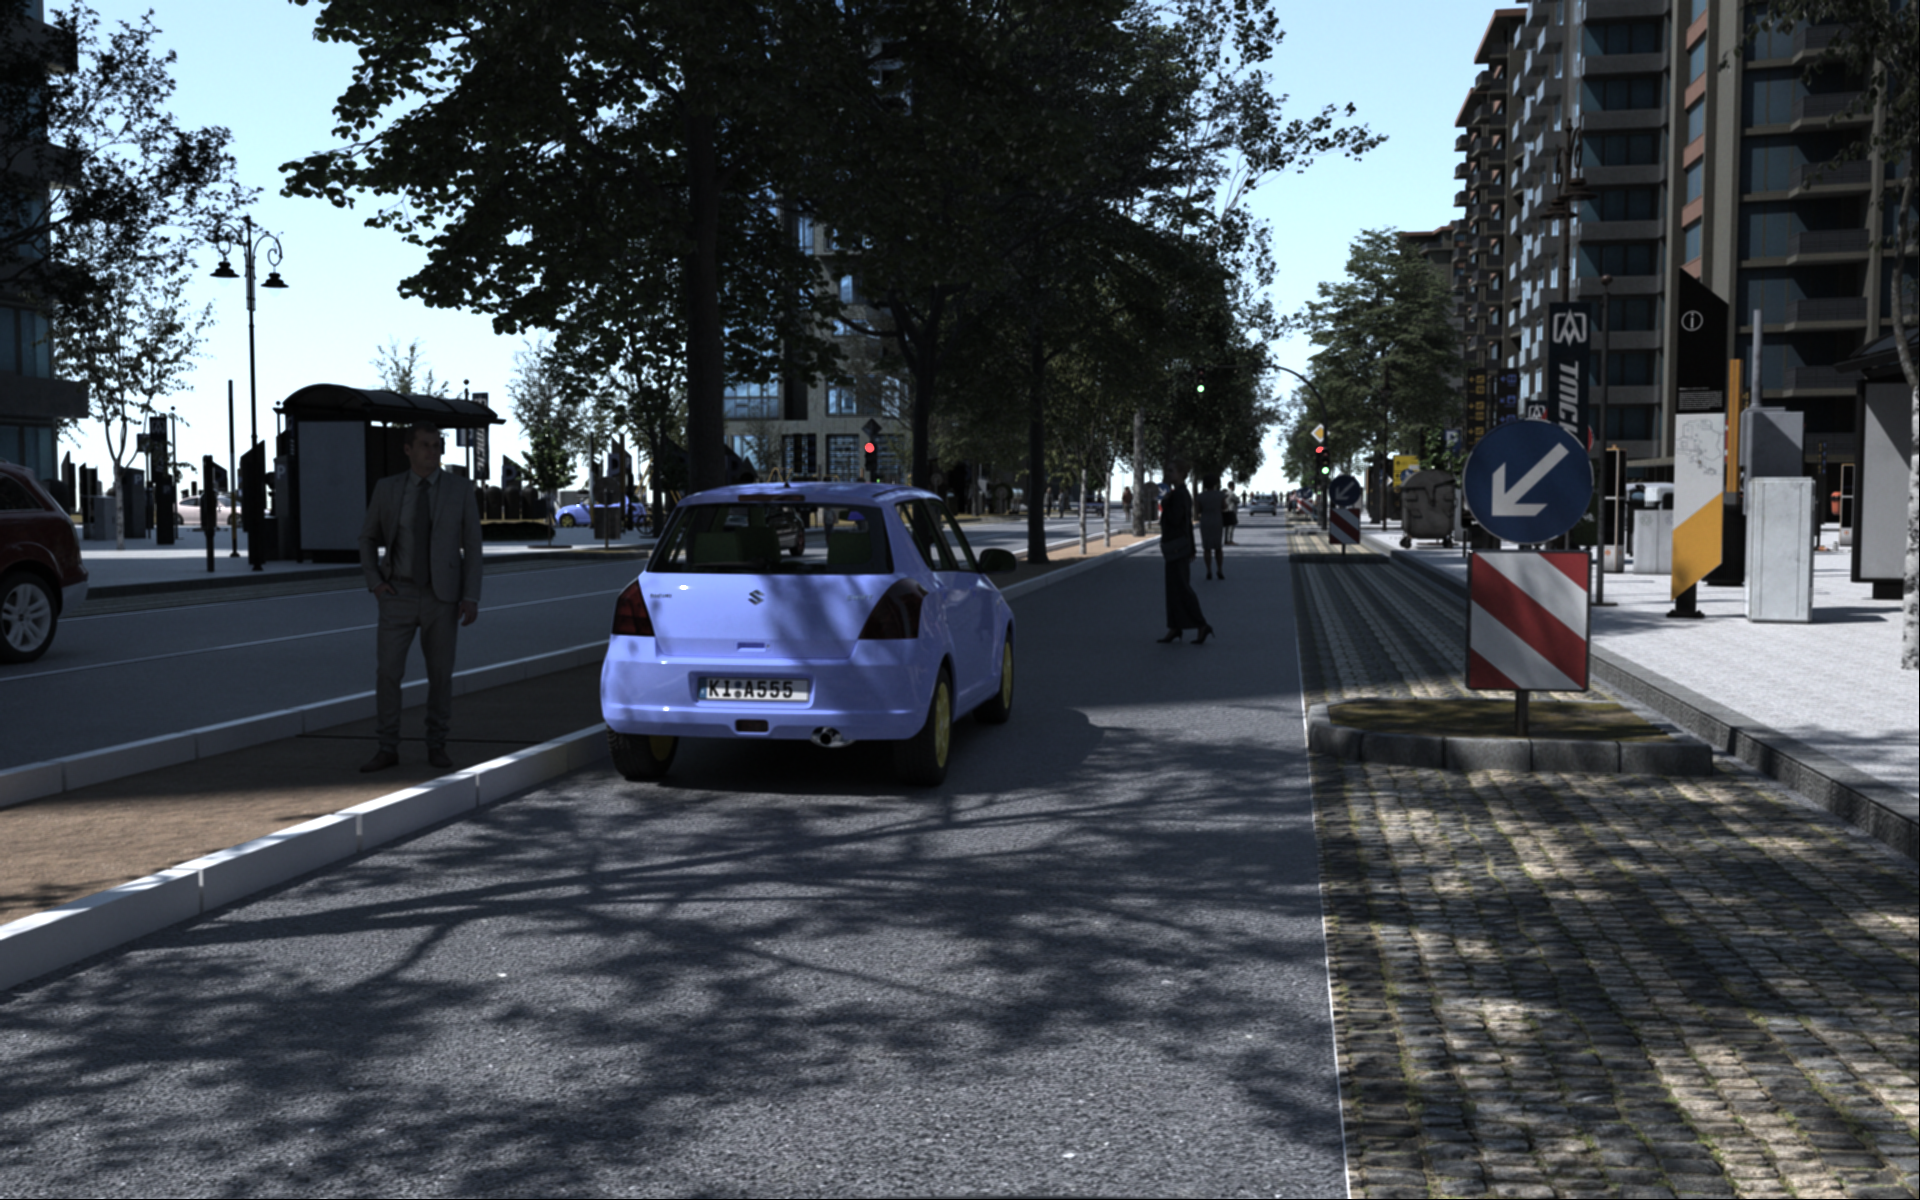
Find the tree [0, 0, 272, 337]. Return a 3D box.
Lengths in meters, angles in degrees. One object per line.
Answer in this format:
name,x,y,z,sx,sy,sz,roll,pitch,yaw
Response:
tree,-13.504,-5.390,22.541,8.767,10.594,7.601,-2,4,-33

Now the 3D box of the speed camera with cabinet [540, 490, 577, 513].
speed camera with cabinet,-20.102,-5.651,86.725,0.660,3.252,2.038,2,4,30

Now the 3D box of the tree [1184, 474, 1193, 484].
tree,39.384,-22.474,301.858,7.601,10.594,8.767,0,4,-8

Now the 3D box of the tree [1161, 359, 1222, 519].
tree,10.641,-7.911,82.168,4.360,8.622,3.978,0,3,0

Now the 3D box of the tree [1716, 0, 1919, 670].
tree,7.217,-3.792,12.357,4.360,8.622,3.978,0,3,0

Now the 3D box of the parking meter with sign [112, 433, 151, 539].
parking meter with sign,-24.045,-3.309,50.355,1.738,3.016,0.543,3,4,36

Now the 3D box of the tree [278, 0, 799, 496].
tree,-2.196,-5.745,14.516,7.486,12.596,7.792,0,3,0

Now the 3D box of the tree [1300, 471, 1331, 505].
tree,54.304,-17.454,269.078,4.285,4.588,4.351,0,3,0

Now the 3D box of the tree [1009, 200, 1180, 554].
tree,2.904,-5.383,40.830,4.737,8.622,4.395,0,3,0

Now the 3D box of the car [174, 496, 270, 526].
car,-31.465,-3.728,73.314,4.827,1.381,2.083,1,4,10

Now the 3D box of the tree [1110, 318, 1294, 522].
tree,12.192,-9.883,89.798,9.928,11.665,9.643,0,3,0

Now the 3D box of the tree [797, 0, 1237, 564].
tree,1.604,-6.976,34.646,7.486,12.596,7.792,0,3,0

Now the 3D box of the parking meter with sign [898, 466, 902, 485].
parking meter with sign,-4.552,-6.849,108.246,1.738,3.016,0.543,1,4,12

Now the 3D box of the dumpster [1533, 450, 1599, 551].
dumpster,11.409,-1.829,32.402,1.502,2.255,1.985,1,4,10

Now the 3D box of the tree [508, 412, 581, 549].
tree,-9.841,-2.832,40.901,1.663,3.219,1.824,0,3,0

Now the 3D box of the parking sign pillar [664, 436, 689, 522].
parking sign pillar,-12.894,-5.569,79.532,1.447,3.967,1.447,-3,5,-39

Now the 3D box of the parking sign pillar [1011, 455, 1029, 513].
parking sign pillar,4.251,-8.051,120.101,1.447,3.967,1.447,3,4,37

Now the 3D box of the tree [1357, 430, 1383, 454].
tree,32.086,-14.808,152.480,12.009,13.543,11.850,0,3,0

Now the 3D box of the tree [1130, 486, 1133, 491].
tree,21.238,-12.988,206.954,1.663,3.219,1.824,0,3,0

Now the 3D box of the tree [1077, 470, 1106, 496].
tree,12.131,-10.703,158.705,4.285,4.588,4.351,0,3,0

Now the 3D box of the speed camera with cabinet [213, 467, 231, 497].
speed camera with cabinet,-55.350,-8.263,129.430,0.660,3.252,2.038,1,4,20

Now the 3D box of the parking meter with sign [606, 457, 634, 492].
parking meter with sign,-16.393,-5.217,81.562,1.738,3.016,0.543,1,4,17

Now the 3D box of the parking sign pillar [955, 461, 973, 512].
parking sign pillar,0.262,-8.166,121.994,1.447,3.967,1.447,-2,4,-29

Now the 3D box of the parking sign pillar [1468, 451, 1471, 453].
parking sign pillar,31.339,-7.157,105.491,1.447,3.967,1.447,3,4,37

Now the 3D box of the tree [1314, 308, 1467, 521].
tree,20.489,-9.057,82.496,7.601,10.594,8.767,0,3,0

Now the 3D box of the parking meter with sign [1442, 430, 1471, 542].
parking meter with sign,13.549,-3.059,46.272,0.543,3.016,1.738,-1,4,-15

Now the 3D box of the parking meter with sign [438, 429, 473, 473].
parking meter with sign,-12.924,-2.956,44.599,0.543,3.016,1.738,-2,4,-33

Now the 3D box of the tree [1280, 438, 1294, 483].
tree,57.336,-22.707,289.393,7.486,12.596,7.792,0,3,0

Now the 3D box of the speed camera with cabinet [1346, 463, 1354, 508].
speed camera with cabinet,24.627,-7.063,109.818,0.660,3.252,2.038,1,4,18

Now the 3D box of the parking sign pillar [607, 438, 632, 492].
parking sign pillar,-16.309,-5.783,83.027,1.447,3.967,1.447,3,4,37

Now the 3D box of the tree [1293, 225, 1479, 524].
tree,18.163,-9.509,73.594,7.486,12.596,7.792,0,3,0

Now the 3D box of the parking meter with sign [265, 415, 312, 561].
parking meter with sign,-13.041,-2.301,33.890,0.543,3.016,1.738,2,4,27

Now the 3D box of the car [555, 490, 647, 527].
car,-14.765,-3.761,71.080,3.694,1.707,1.945,1,4,9

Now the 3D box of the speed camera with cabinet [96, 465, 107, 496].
speed camera with cabinet,-58.834,-7.624,118.988,0.660,3.252,2.038,1,4,22

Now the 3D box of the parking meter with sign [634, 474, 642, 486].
parking meter with sign,-27.939,-9.273,147.867,0.543,3.016,1.738,2,4,35

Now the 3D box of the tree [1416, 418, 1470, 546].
tree,11.891,-2.977,43.269,1.663,3.219,1.824,0,3,0

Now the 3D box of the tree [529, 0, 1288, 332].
tree,-0.571,-6.862,25.023,12.009,13.543,11.850,0,3,0

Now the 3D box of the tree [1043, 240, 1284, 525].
tree,9.040,-9.522,75.147,9.611,12.733,9.660,0,3,0

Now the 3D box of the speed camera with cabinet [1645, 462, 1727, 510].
speed camera with cabinet,17.484,-2.884,41.482,2.038,3.252,0.660,-1,4,-10

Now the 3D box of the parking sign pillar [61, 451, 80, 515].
parking sign pillar,-55.667,-7.319,108.143,1.447,3.967,1.447,-3,5,-45

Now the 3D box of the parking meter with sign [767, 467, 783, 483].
parking meter with sign,-12.307,-7.178,113.614,0.543,3.016,1.738,-3,5,-42

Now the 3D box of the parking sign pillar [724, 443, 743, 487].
parking sign pillar,-11.484,-6.054,87.451,1.447,3.967,1.447,3,5,41

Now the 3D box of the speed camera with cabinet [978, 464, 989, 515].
speed camera with cabinet,1.331,-6.990,108.623,0.660,3.252,2.038,1,4,13

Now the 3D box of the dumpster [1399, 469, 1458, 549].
dumpster,11.078,-2.154,40.980,1.264,1.857,1.865,1,4,11

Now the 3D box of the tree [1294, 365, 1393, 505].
tree,29.570,-12.654,132.646,9.928,11.665,9.643,0,3,0

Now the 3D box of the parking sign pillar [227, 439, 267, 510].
parking sign pillar,-34.807,-5.911,85.113,1.447,3.967,1.447,2,4,34

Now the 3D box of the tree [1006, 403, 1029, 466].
tree,8.429,-13.539,138.362,9.611,12.733,9.660,0,3,0

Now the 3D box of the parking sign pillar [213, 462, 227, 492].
parking sign pillar,-56.616,-8.793,132.244,1.447,3.967,1.447,-2,4,-29

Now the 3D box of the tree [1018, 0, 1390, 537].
tree,7.024,-12.110,56.351,12.611,20.169,13.585,0,3,0

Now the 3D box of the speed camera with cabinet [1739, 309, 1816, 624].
speed camera with cabinet,8.489,-1.446,17.973,0.660,3.252,2.038,1,4,22

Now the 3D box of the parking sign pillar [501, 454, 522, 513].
parking sign pillar,-30.247,-7.851,116.839,1.447,3.967,1.447,1,4,11

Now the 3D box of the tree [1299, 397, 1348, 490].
tree,26.803,-10.749,126.103,4.360,8.622,3.978,0,3,0
